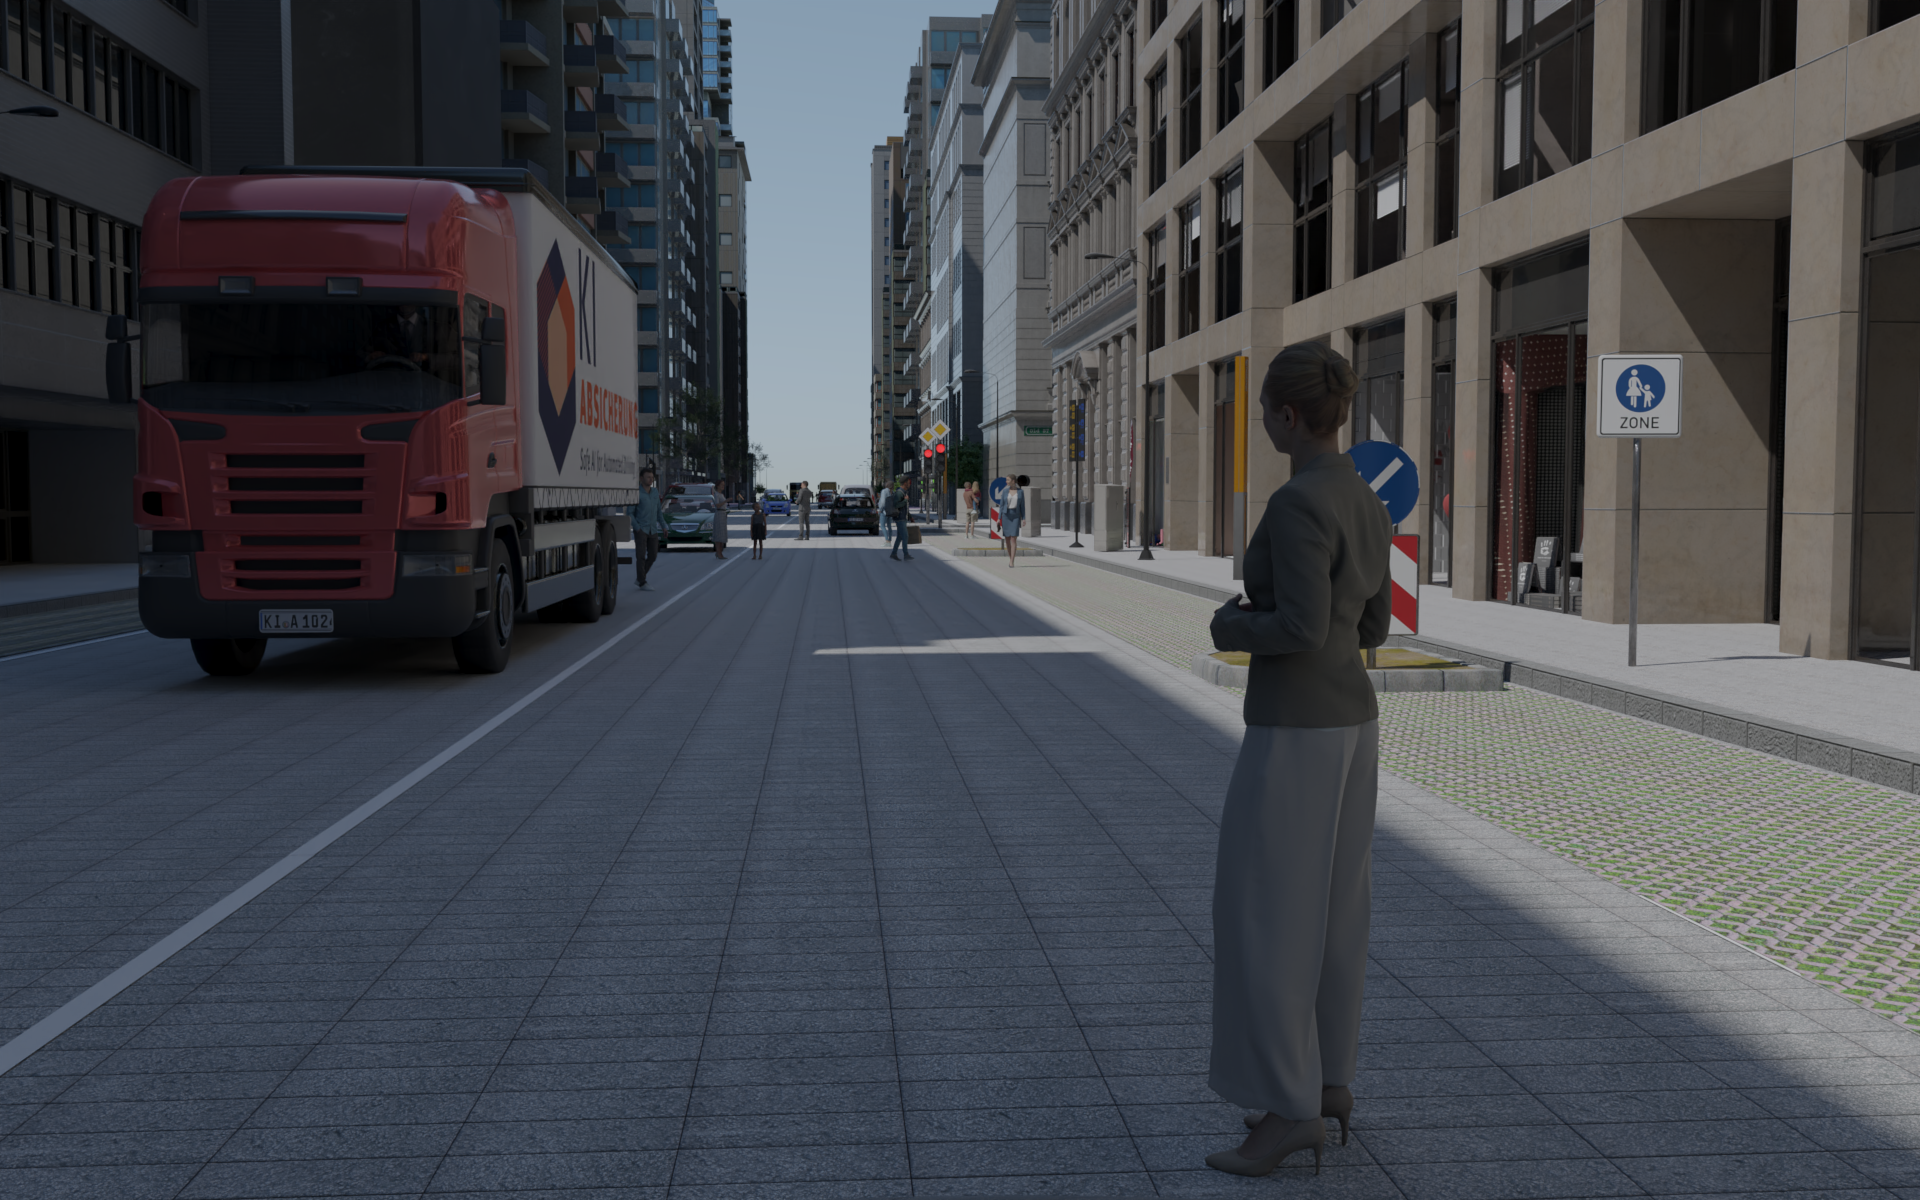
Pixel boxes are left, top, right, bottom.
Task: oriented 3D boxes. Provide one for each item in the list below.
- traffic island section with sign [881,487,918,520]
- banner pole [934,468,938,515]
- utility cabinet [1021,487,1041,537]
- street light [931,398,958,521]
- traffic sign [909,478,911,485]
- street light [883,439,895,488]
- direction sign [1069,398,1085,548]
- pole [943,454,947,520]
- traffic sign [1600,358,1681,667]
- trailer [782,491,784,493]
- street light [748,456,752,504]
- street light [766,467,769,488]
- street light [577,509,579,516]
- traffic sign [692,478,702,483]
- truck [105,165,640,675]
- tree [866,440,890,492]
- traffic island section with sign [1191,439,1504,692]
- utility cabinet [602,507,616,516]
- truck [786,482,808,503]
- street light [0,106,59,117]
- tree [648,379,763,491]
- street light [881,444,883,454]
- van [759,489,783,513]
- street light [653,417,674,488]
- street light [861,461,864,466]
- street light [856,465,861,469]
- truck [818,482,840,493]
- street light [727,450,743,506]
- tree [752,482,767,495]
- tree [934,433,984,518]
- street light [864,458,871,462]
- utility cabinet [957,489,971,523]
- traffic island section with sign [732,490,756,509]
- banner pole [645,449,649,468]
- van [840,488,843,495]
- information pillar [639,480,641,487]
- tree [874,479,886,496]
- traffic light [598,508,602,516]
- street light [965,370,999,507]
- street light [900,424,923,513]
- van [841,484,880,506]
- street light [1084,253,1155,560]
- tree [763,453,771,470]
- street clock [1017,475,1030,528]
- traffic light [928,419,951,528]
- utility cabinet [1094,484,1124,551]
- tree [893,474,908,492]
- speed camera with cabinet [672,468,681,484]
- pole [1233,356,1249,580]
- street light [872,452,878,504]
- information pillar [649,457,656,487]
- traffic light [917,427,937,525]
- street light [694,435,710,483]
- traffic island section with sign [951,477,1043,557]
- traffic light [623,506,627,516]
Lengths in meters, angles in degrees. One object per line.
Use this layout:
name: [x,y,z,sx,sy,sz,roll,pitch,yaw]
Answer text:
traffic island section with sign: [-3.368,-5.315,95.531,1.989,1.847,2.006,0,4,-4]
banner pole: [-1.431,-7.006,104.568,0.401,3.779,0.863,-1,4,-16]
utility cabinet: [2.134,-2.623,51.557,0.318,1.500,1.173,1,4,18]
street light: [-0.697,-6.810,83.883,1.470,5.913,1.316,0,4,-4]
traffic sign: [-4.061,-8.001,130.920,0.768,2.556,0.104,0,4,0]
street light: [-5.575,-10.678,147.130,1.470,5.913,1.316,0,4,-4]
direction sign: [2.802,-3.027,41.486,0.379,3.537,0.876,-1,4,-20]
pole: [-0.766,-5.717,87.310,0.158,3.312,0.155,0,3,0]
traffic sign: [5.003,-0.654,12.823,0.606,2.300,0.079,0,4,3]
trailer: [-30.780,-17.751,297.282,1.471,1.999,3.904,0,4,-3]
street light: [-26.051,-14.614,211.480,1.470,5.913,1.316,0,4,-4]
street light: [-32.242,-19.637,293.601,1.470,5.913,1.316,0,4,-4]
street light: [-15.475,-6.113,72.487,1.470,5.913,1.316,0,4,-4]
traffic sign: [-20.347,-8.200,134.180,0.768,2.556,0.104,0,4,3]
truck: [-5.052,-1.726,17.141,2.839,4.237,11.283,0,4,-4]
tree: [-10.515,-17.253,232.441,4.360,8.622,3.978,0,3,0]
traffic island section with sign: [2.860,-0.290,13.363,1.989,1.847,2.006,0,4,-4]
utility cabinet: [-16.237,-4.217,80.110,0.306,1.237,1.020,1,4,10]
truck: [-26.786,-17.722,285.669,3.469,3.379,9.791,0,4,-4]
street light: [-11.479,-2.954,20.836,1.470,5.913,1.316,0,4,-4]
tree: [-21.850,-12.677,141.677,8.767,10.594,7.601,1,4,14]
street light: [-6.652,-11.519,160.882,1.470,5.913,1.316,0,4,-4]
van: [-14.519,-7.791,134.388,2.013,2.044,4.112,0,4,-2]
street light: [-17.863,-8.041,104.015,1.470,5.913,1.316,0,4,-4]
street light: [-12.892,-16.590,243.779,1.470,5.913,1.316,0,4,-4]
street light: [-17.713,-20.460,307.061,1.470,5.913,1.316,0,4,-4]
truck: [-20.349,-16.613,267.548,3.469,3.379,9.791,0,4,-3]
street light: [-23.554,-12.696,180.115,1.470,5.913,1.316,0,4,-4]
tree: [-29.823,-16.015,256.446,1.663,3.219,1.824,0,3,0]
tree: [0.371,-6.651,92.462,4.285,4.588,4.351,0,3,0]
street light: [-11.320,-15.390,224.162,1.470,5.913,1.316,0,4,-4]
utility cabinet: [0.223,-4.046,74.830,0.318,1.500,1.173,-1,4,-21]
traffic island section with sign: [-21.424,-9.911,170.673,1.989,1.847,2.006,0,4,-4]
banner pole: [-17.548,-6.563,97.323,0.401,3.779,0.863,0,4,1]
van: [-6.587,-6.017,105.384,2.013,2.044,4.112,0,4,-3]
information pillar: [-17.210,-5.391,92.633,0.304,2.012,0.304,-1,4,-11]
tree: [-9.906,-13.477,214.950,1.663,3.219,1.824,0,3,0]
traffic light: [-13.286,-4.583,63.851,0.839,4.253,0.868,0,4,-4]
street light: [0.865,-5.650,64.924,1.470,5.913,1.316,0,4,-4]
street light: [-3.128,-8.753,115.650,1.470,5.913,1.316,0,4,-4]
van: [-4.504,-4.244,76.402,2.013,2.044,4.112,0,4,-3]
street light: [3.090,-3.731,33.538,1.470,5.913,1.316,0,4,-4]
tree: [-28.160,-17.496,220.474,8.767,10.594,7.601,-1,4,-16]
street clock: [2.370,-3.683,64.794,0.471,2.002,0.358,2,4,29]
traffic light: [-0.762,-4.642,64.814,0.839,4.253,0.868,0,4,-4]
utility cabinet: [3.348,-1.842,38.795,0.318,1.500,1.173,2,4,24]
tree: [-5.202,-9.809,154.975,1.663,3.219,1.824,0,3,0]
speed camera with cabinet: [-21.170,-8.477,132.940,0.660,3.252,2.038,3,5,42]
pole: [4.178,-1.952,25.753,0.158,3.312,0.155,0,3,0]
street light: [-8.923,-13.471,192.789,1.470,5.913,1.316,0,4,-4]
information pillar: [-19.373,-7.203,109.117,0.504,3.616,0.183,2,4,25]
traffic light: [-1.366,-5.129,72.776,0.839,4.253,0.868,0,4,-4]
street light: [-20.211,-9.972,135.583,1.470,5.913,1.316,0,4,-4]
traffic island section with sign: [0.824,-1.935,40.272,1.989,1.847,2.006,0,4,-4]
traffic light: [-13.890,-5.070,71.814,0.839,4.253,0.868,0,4,-4]
